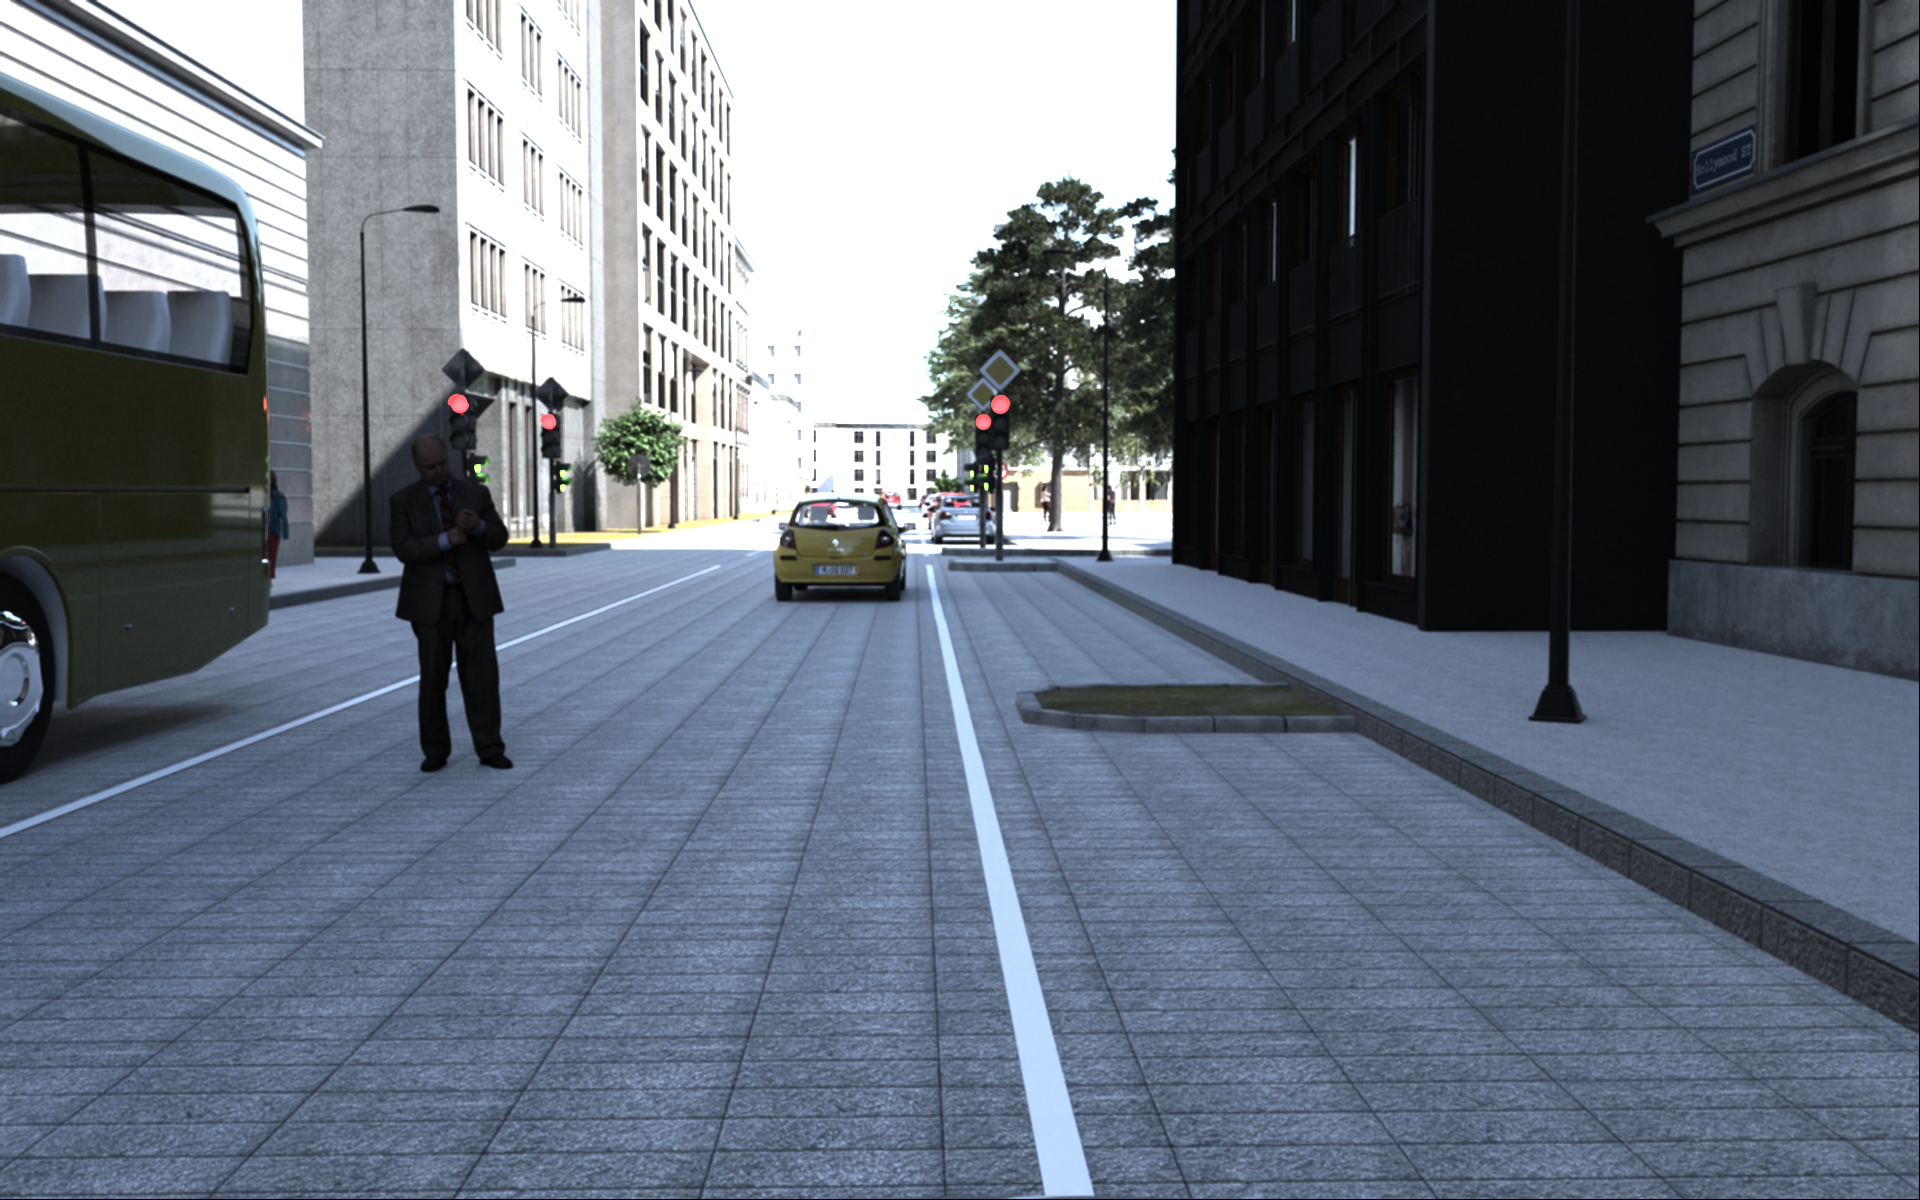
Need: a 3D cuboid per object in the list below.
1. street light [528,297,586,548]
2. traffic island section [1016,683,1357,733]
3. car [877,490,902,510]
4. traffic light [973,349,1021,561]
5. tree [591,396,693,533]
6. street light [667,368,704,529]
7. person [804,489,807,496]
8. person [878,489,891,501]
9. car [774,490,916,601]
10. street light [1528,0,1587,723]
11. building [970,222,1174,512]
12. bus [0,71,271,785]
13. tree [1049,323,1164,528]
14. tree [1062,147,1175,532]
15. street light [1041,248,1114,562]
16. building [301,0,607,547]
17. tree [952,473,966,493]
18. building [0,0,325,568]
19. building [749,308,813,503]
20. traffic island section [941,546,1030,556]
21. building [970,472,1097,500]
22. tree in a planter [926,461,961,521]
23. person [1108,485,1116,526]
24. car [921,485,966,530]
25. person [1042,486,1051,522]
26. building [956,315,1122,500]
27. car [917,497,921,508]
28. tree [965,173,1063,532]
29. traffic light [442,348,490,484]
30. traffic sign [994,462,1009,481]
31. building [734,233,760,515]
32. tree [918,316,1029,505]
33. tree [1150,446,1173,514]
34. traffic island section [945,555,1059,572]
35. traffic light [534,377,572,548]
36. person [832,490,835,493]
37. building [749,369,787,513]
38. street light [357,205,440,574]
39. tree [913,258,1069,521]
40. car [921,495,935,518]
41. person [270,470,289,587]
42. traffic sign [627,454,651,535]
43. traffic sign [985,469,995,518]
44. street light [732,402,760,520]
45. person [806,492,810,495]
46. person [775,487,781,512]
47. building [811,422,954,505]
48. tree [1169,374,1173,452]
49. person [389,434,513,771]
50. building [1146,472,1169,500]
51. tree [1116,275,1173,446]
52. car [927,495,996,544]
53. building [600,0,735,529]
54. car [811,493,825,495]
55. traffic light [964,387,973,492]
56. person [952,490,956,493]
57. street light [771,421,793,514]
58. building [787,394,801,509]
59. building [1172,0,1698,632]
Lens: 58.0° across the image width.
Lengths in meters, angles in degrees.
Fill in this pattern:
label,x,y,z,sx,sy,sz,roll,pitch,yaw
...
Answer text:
label,x,y,z,sx,sy,sz,roll,pitch,yaw
street light,-9.526,-4.186,40.984,1.470,5.913,1.316,0,4,-2
traffic island section,1.377,0.704,11.363,1.991,0.108,1.994,0,4,-2
car,-6.212,-8.830,153.044,2.281,1.827,5.304,0,4,-3
traffic light,0.741,-2.691,33.246,0.839,4.213,0.868,0,4,-2
tree,-10.673,-4.547,58.057,4.285,4.588,4.351,0,3,0
street light,-10.159,-5.602,64.133,1.470,5.913,1.316,0,4,-2
person,-12.797,-8.449,144.900,0.721,1.735,1.217,0,4,4
person,-5.529,-6.972,122.587,1.348,1.812,0.705,1,4,10
car,-1.644,-0.883,24.666,2.015,1.641,3.980,0,4,0
street light,2.862,-2.271,9.672,1.470,5.913,1.316,0,4,-2
building,8.840,-16.512,126.386,16.016,20.091,11.380,0,4,-2
bus,-5.837,-0.860,5.611,2.896,3.916,12.252,0,4,-1
tree,5.391,-7.538,73.604,4.737,8.622,4.395,0,3,0
tree,7.659,-7.683,47.676,6.751,12.117,7.091,0,3,0
street light,2.230,-3.693,32.917,1.470,5.913,1.316,0,4,-2
building,-18.407,-14.271,51.355,12.078,24.808,19.932,0,4,-2
tree,-0.488,-10.013,158.318,1.663,3.219,1.824,0,3,0
building,-23.322,-11.218,25.209,24.055,21.916,13.314,0,4,-2
building,-21.420,-19.943,182.479,11.380,20.091,16.016,0,4,-2
traffic island section,0.565,-1.166,41.342,2.009,0.180,2.903,0,4,-2
building,5.754,-12.517,146.807,9.099,9.664,28.070,0,4,-2
tree in a planter,-0.840,-5.848,92.835,1.991,3.239,1.994,0,4,-2
person,6.089,-3.812,69.832,0.415,1.643,0.593,1,4,16
car,-0.389,-3.738,70.151,2.155,1.783,4.494,0,4,-2
person,4.063,-4.433,79.988,0.566,1.644,0.517,1,4,17
building,8.332,-18.952,176.328,16.747,18.905,31.486,0,4,-2
car,-3.348,-10.401,179.104,2.155,1.783,4.494,0,4,-2
tree,3.312,-8.341,58.423,6.751,12.117,7.091,0,3,0
traffic light,-9.416,-2.673,32.955,0.839,4.213,0.868,0,4,-2
traffic sign,1.519,-4.138,67.766,0.768,2.556,0.104,0,4,5
building,-18.416,-14.790,106.447,10.561,19.102,19.286,0,4,-2
tree,1.429,-10.572,98.602,9.928,11.665,9.643,0,3,0
tree,13.429,-9.799,110.569,4.360,8.622,3.978,0,3,0
traffic island section,0.781,-0.678,33.360,2.009,0.180,2.903,0,4,-2
traffic light,-9.633,-3.162,40.937,0.839,4.213,0.868,0,4,-2
person,-10.071,-7.841,137.405,1.217,1.736,0.721,-2,4,-24
building,-18.847,-11.516,130.436,9.099,9.664,28.070,0,4,-2
street light,-9.047,-3.388,27.930,1.470,5.913,1.316,0,4,-2
tree,1.603,-10.006,81.727,7.486,12.596,7.792,0,3,0
car,-1.348,-5.719,105.866,2.083,1.381,4.827,0,4,-3
person,-9.543,-0.981,23.779,0.593,1.614,0.444,0,4,-5
traffic sign,-10.134,-3.336,54.646,0.768,2.556,0.104,0,4,4
traffic sign,1.401,-4.399,72.028,0.768,2.556,0.104,0,3,0
street light,-10.741,-7.007,87.101,1.470,5.913,1.316,0,4,-2
person,-8.631,-5.426,99.425,0.471,1.553,0.569,1,4,17
person,-13.351,-7.382,126.737,0.705,1.824,1.348,-1,4,-18
building,-14.629,-16.090,205.215,28.070,9.664,9.099,0,4,-2
tree,9.405,-9.076,98.750,4.737,8.622,4.395,0,3,0
person,-2.627,0.012,8.985,0.600,1.739,0.565,3,5,41
building,16.400,-22.691,214.974,32.646,21.610,27.936,0,4,-2
tree,11.916,-11.213,90.758,7.806,13.903,7.818,0,3,0
car,0.066,-2.364,50.659,2.014,1.417,4.499,0,4,-3
building,-21.733,-16.816,79.456,19.350,26.468,34.151,0,4,-2
car,-8.275,-5.751,103.074,2.155,1.783,4.494,0,4,-1
traffic light,0.524,-3.179,41.228,0.839,4.213,0.868,0,4,-2
person,-0.624,-8.848,151.158,0.568,1.767,0.683,-2,4,-30
street light,-11.307,-8.408,110.004,1.470,5.913,1.316,0,4,-2
building,-19.339,-13.230,158.451,9.099,9.664,28.070,0,4,-2
building,10.267,-11.854,23.490,12.332,23.373,15.834,0,4,-2
